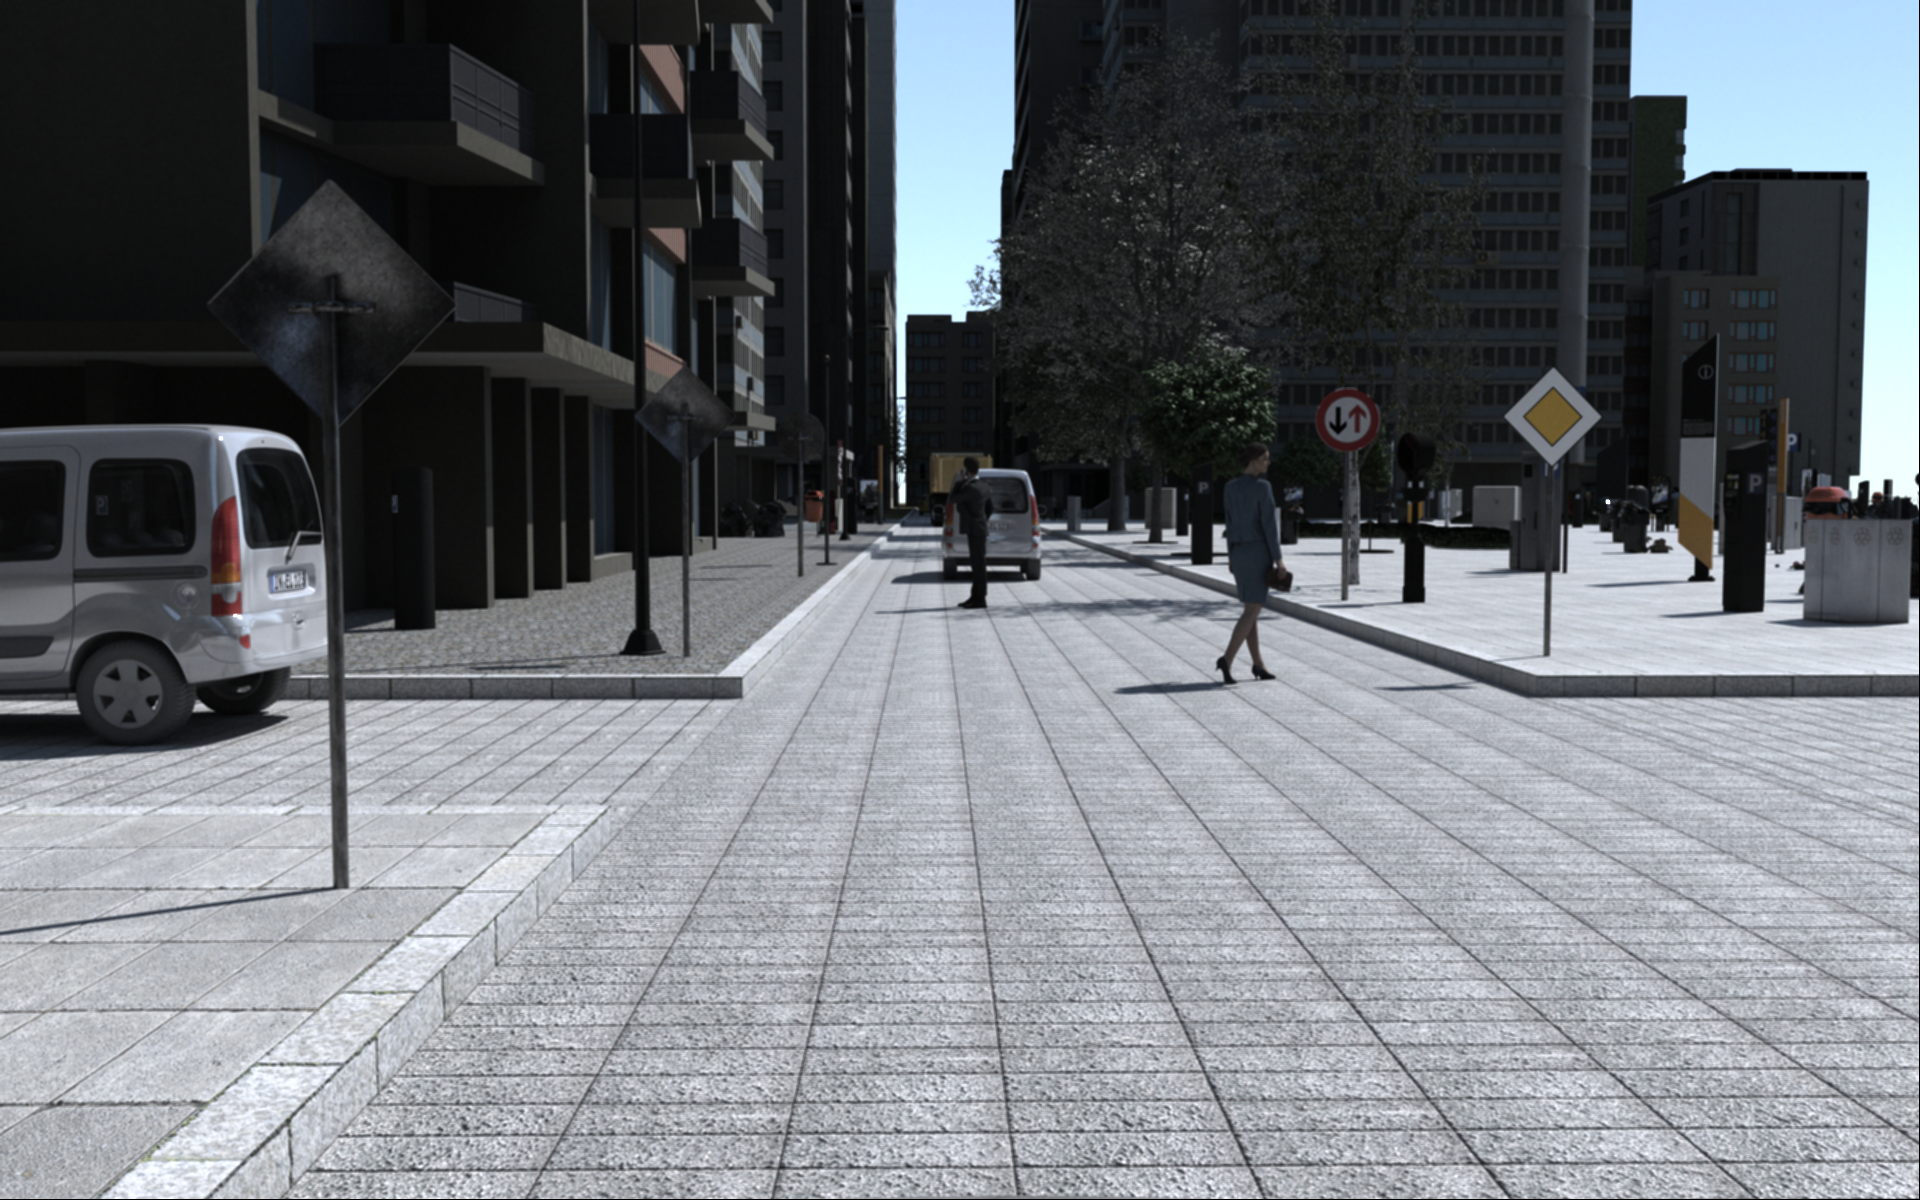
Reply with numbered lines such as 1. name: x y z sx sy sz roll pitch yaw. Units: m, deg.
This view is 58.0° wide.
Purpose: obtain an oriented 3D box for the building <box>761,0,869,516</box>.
1. building: -12.361 -19.878 96.701 14.160 30.474 14.107 0 4 -1

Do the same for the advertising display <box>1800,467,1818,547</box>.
1. advertising display: 20.616 -2.256 42.099 0.123 1.923 0.974 1 4 11

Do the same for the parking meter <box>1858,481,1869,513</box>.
1. parking meter: 39.482 -4.281 75.701 0.255 1.863 0.399 -1 4 -18

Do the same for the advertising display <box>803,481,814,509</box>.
1. advertising display: -7.673 -4.971 86.494 0.974 1.923 0.123 3 5 40

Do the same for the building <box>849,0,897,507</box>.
1. building: -20.763 -39.174 182.499 28.212 58.520 21.231 0 4 -1

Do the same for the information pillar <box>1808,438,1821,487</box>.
1. information pillar: 36.000 -4.997 73.051 0.504 3.616 0.183 0 4 -8

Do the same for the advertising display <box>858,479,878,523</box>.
1. advertising display: -3.966 -4.309 75.663 0.974 1.923 0.123 -2 4 -28

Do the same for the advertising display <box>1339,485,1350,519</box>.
1. advertising display: 19.887 -5.111 88.778 0.974 1.923 0.123 3 5 41

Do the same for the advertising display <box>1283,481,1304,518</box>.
1. advertising display: 15.936 -4.746 82.817 0.974 1.923 0.123 0 4 0

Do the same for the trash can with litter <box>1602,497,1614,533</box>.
1. trash can with litter: 17.771 -2.115 45.962 1.055 1.170 0.624 0 4 -8

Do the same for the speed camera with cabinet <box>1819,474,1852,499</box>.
1. speed camera with cabinet: 39.877 -5.194 79.259 0.660 3.252 2.038 -1 4 -12

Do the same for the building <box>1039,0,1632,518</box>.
1. building: 21.175 -25.051 101.457 32.217 40.220 23.993 0 4 -1

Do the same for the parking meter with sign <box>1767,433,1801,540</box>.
1. parking meter with sign: 22.866 -3.226 49.012 1.738 3.016 0.543 -1 4 -19

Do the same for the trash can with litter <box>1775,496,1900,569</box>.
1. trash can with litter: 15.026 -1.154 29.918 1.678 1.210 2.233 3 4 37

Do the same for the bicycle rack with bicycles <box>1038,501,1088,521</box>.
1. bicycle rack with bicycles: 5.026 -4.320 84.018 2.852 0.926 2.925 0 4 -6

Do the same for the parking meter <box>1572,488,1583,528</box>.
1. parking meter: 23.652 -3.540 66.297 0.372 1.533 0.369 0 3 0

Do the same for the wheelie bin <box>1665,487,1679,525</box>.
1. wheelie bin: 30.065 -3.985 73.066 0.693 1.594 0.980 -2 4 -27

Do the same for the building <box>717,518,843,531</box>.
1. building: -20.516 -22.915 66.548 32.217 40.220 23.993 0 4 -1

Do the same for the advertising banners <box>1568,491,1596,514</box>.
1. advertising banners: 27.271 -4.955 77.203 2.074 3.025 0.090 1 4 9

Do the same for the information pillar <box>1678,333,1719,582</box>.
1. information pillar: 10.874 -2.088 25.491 0.504 3.616 0.183 2 4 33

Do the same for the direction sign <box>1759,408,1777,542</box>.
1. direction sign: 21.525 -3.315 46.200 0.379 3.537 0.876 0 4 -1

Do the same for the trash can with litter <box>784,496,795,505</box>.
1. trash can with litter: -8.490 -4.429 83.805 1.055 1.170 0.624 2 4 23

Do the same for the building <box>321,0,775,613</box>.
1. building: -15.109 -22.982 30.382 22.147 44.769 28.867 0 4 -1

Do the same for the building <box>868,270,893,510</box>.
1. building: -20.594 -18.690 150.622 28.899 21.520 27.650 0 4 -1

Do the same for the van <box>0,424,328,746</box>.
1. van: -6.061 -0.219 10.591 4.112 2.044 2.013 0 4 1

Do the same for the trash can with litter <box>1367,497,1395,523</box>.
1. trash can with litter: 15.345 -3.186 63.477 1.055 1.170 0.624 -1 4 -15

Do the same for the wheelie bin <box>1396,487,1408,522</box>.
1. wheelie bin: 19.794 -4.234 77.141 0.693 1.594 0.980 2 4 29

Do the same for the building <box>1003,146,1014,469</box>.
1. building: 11.187 -22.699 142.828 14.160 30.474 14.107 0 4 -1

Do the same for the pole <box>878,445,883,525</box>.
1. pole: -3.331 -4.808 72.456 0.158 3.312 0.155 0 3 0

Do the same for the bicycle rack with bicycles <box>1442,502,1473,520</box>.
1. bicycle rack with bicycles: 24.888 -4.237 82.652 2.852 0.926 2.925 -2 4 -32

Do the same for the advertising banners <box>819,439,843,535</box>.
1. advertising banners: -4.072 -3.588 54.844 0.090 3.025 2.074 1 4 18

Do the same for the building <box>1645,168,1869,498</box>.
1. building: 71.799 -23.598 157.531 14.107 30.474 14.160 0 4 -1

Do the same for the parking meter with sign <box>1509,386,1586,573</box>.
1. parking meter with sign: 9.702 -1.993 28.841 0.543 3.016 1.738 -1 4 -8

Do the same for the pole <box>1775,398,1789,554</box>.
1. pole: 17.576 -2.641 37.031 0.158 3.312 0.155 0 3 0

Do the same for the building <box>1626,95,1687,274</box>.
1. building: 65.717 -30.437 181.238 14.086 41.232 14.154 0 4 -1

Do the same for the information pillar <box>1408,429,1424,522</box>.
1. information pillar: 14.576 -3.919 55.434 0.504 3.616 0.183 1 4 10

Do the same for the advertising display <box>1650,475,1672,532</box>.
1. advertising display: 24.023 -3.313 59.373 0.123 1.923 0.974 -1 4 -13

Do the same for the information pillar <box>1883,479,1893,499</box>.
1. information pillar: 46.124 -4.992 86.114 0.304 2.012 0.304 -2 4 -35

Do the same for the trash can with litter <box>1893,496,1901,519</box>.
1. trash can with litter: 35.250 -3.332 65.529 1.678 1.210 2.233 3 5 39

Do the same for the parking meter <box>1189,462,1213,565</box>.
1. parking meter: 4.378 -1.573 31.435 0.399 1.863 0.255 0 4 -2

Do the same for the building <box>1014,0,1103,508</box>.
1. building: 15.044 -30.614 124.238 21.300 48.544 21.600 0 4 -1

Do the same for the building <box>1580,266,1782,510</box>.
1. building: 50.262 -18.708 150.915 28.899 21.520 27.650 0 4 -1

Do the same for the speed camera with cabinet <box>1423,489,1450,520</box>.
1. speed camera with cabinet: 23.787 -5.604 85.959 2.038 3.252 0.660 0 4 -4

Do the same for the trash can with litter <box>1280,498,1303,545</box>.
1. trash can with litter: 8.156 -1.999 44.077 1.055 1.170 0.624 0 4 -7

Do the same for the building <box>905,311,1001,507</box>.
1. building: 8.743 -20.963 187.790 28.899 21.520 27.650 0 4 -1

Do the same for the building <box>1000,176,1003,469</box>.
1. building: 10.612 -23.560 156.901 14.160 30.474 14.107 0 4 -1

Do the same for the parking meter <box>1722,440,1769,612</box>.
1. parking meter: 8.544 -0.804 18.860 0.399 1.863 0.255 -1 4 -17

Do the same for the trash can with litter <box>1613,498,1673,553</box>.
1. trash can with litter: 14.979 -1.618 37.843 1.055 1.170 0.624 0 3 0

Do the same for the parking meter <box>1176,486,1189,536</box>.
1. parking meter: 6.827 -2.738 53.175 0.372 1.533 0.369 0 3 0

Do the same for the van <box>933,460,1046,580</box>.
1. van: 0.527 -1.423 30.277 2.013 2.044 4.112 0 4 0

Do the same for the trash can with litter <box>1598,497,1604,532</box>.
1. trash can with litter: 22.016 -2.877 58.419 0.624 1.170 1.055 -1 4 -15
